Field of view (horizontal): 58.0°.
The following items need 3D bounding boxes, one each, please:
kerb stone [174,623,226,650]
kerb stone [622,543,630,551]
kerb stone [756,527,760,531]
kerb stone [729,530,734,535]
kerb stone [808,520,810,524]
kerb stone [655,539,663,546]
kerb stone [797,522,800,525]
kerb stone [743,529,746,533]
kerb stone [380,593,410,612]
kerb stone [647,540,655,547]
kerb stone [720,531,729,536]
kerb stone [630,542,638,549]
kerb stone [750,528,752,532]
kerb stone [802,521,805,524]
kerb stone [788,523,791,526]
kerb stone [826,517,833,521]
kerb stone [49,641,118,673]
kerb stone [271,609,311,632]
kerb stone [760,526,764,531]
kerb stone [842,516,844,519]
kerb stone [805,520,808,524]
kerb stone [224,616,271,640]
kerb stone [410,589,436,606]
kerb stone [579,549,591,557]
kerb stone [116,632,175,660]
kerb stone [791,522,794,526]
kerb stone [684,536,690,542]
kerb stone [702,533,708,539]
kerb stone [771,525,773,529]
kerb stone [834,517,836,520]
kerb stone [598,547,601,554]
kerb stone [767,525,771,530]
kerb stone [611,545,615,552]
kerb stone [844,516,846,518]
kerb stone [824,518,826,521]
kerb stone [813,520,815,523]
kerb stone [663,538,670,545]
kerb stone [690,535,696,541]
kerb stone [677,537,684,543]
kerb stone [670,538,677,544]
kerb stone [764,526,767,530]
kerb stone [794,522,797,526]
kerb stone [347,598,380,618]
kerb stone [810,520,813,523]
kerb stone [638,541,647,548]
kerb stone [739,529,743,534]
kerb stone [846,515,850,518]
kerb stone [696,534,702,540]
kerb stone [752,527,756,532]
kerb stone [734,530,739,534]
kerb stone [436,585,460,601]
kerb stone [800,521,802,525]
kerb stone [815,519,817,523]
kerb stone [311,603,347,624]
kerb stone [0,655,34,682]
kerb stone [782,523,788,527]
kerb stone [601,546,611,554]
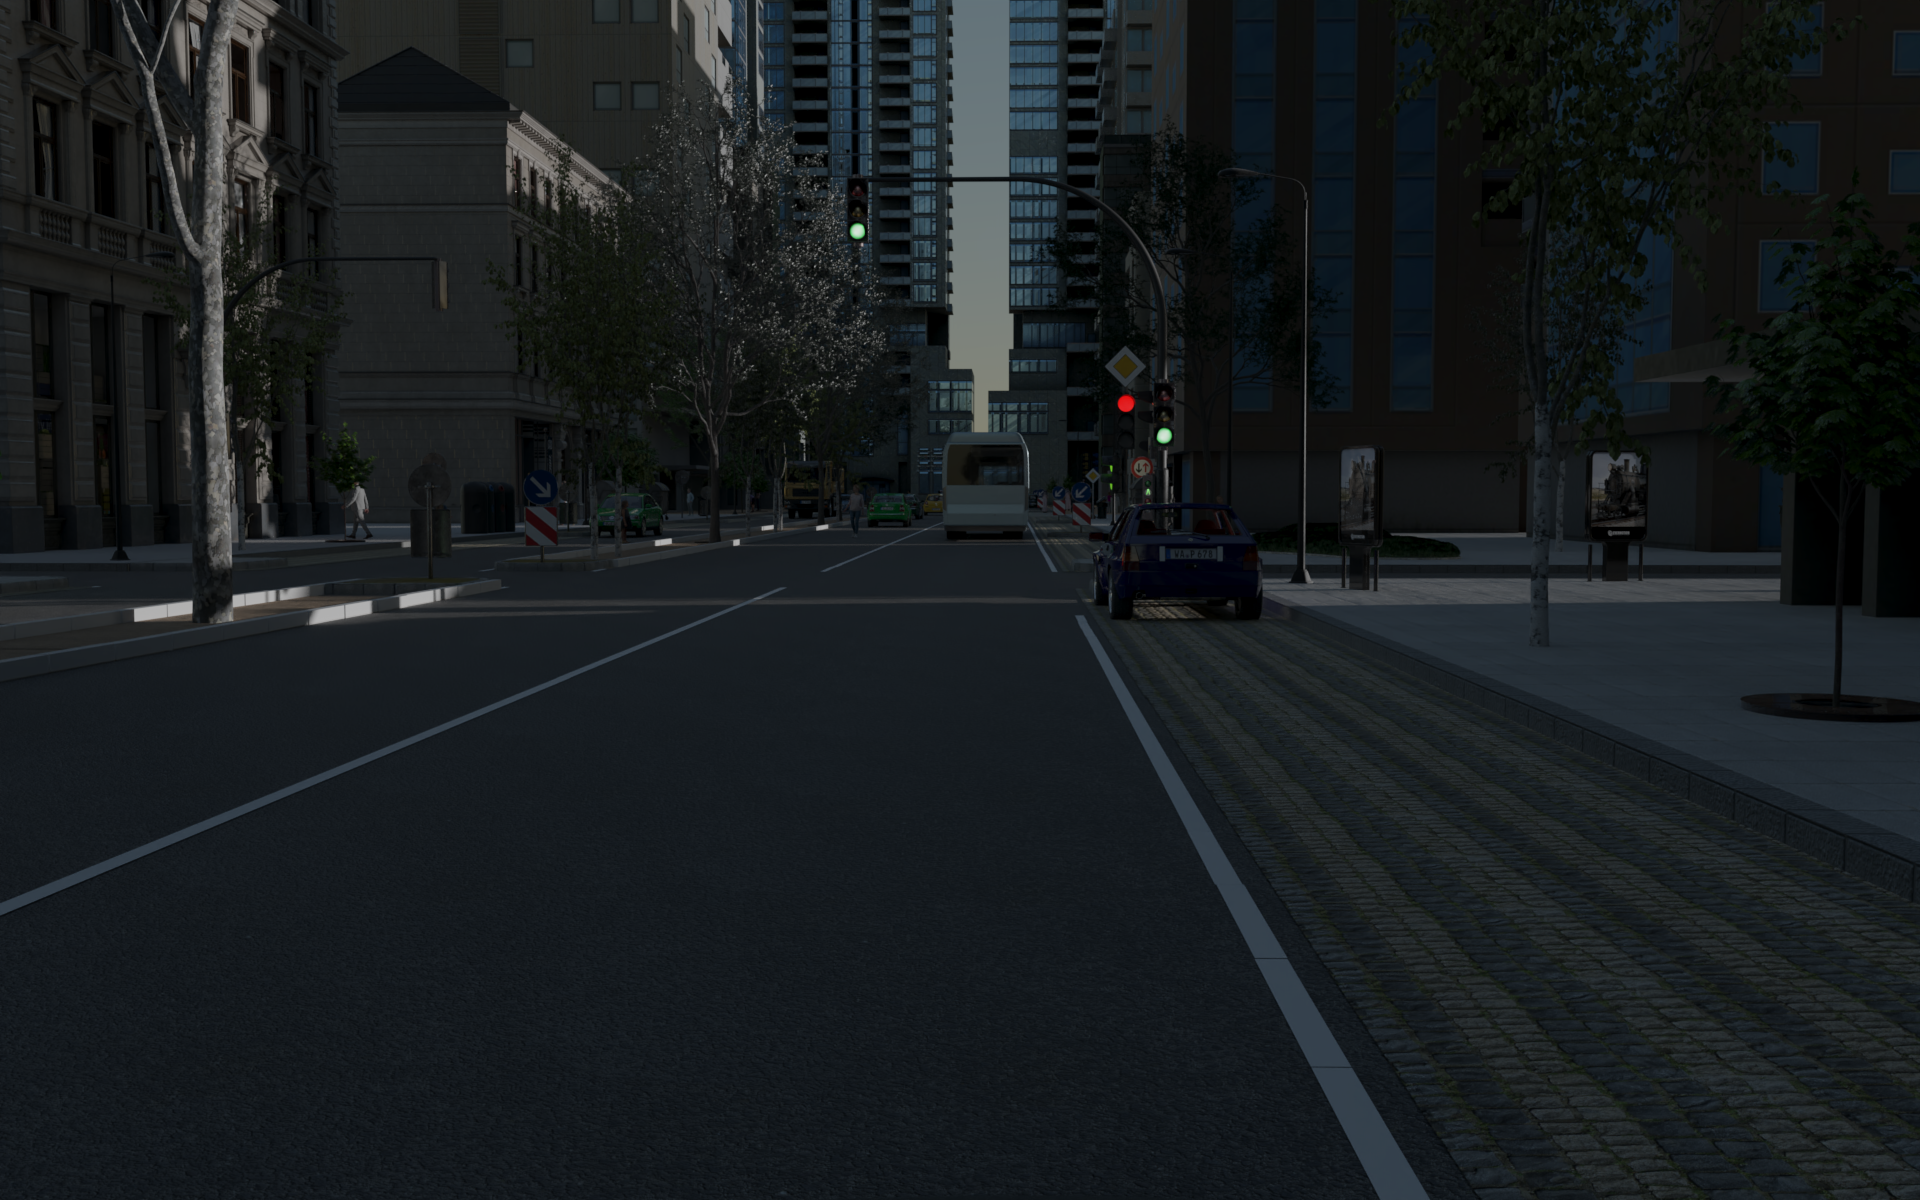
[{"bbox_3d":[-7.266,0.354,16.405,0.120,0.150,1.000,0,4,2],"label":"kerb stone"},{"bbox_3d":[-8.549,-1.311,43.630,0.120,0.150,1.000,0,4,2],"label":"kerb stone"},{"bbox_3d":[-7.876,-2.690,66.185,0.120,0.150,1.000,0,4,2],"label":"kerb stone"},{"bbox_3d":[-8.064,-2.314,60.032,0.120,0.150,1.000,0,4,2],"label":"kerb stone"},{"bbox_3d":[-7.385,-3.688,82.582,0.120,0.150,1.000,0,4,2],"label":"kerb stone"},{"bbox_3d":[-8.424,-1.560,47.723,0.120,0.150,1.000,0,4,2],"label":"kerb stone"},{"bbox_3d":[-7.502,-3.442,78.469,0.120,0.150,1.000,0,4,2],"label":"kerb stone"},{"bbox_3d":[-7.972,-2.496,63.114,0.120,0.150,1.000,0,4,2],"label":"kerb stone"},{"bbox_3d":[-7.101,0.048,21.521,0.120,0.150,1.000,0,4,2],"label":"kerb stone"},{"bbox_3d":[-8.466,-1.497,46.700,0.120,0.150,1.000,0,4,2],"label":"kerb stone"},{"bbox_3d":[-8.099,-2.246,59.011,0.120,0.150,1.000,0,4,2],"label":"kerb stone"},{"bbox_3d":[-8.524,-1.374,44.656,0.120,0.150,1.000,0,4,2],"label":"kerb stone"},{"bbox_3d":[-7.932,-2.565,64.135,0.120,0.150,1.000,0,4,2],"label":"kerb stone"},{"bbox_3d":[-7.452,-3.562,80.520,0.120,0.150,1.000,0,4,2],"label":"kerb stone"},{"bbox_3d":[-7.596,-3.252,75.399,0.120,0.150,1.000,0,4,2],"label":"kerb stone"},{"bbox_3d":[-7.078,-4.321,92.847,0.120,0.150,1.000,0,4,2],"label":"kerb stone"},{"bbox_3d":[-7.325,0.479,14.359,0.120,0.150,1.000,0,4,2],"label":"kerb stone"},{"bbox_3d":[-7.210,0.229,18.452,0.120,0.150,1.000,0,4,2],"label":"kerb stone"},{"bbox_3d":[-7.851,-2.753,67.212,0.120,0.150,1.000,0,4,2],"label":"kerb stone"},{"bbox_3d":[-6.901,-4.698,99.005,0.120,0.150,1.000,0,4,2],"label":"kerb stone"},{"bbox_3d":[-7.417,-3.630,81.556,0.120,0.150,1.000,0,4,2],"label":"kerb stone"},{"bbox_3d":[-7.239,0.292,17.429,0.120,0.150,1.000,0,4,2],"label":"kerb stone"},{"bbox_3d":[-7.083,-0.020,22.542,0.120,0.150,1.000,0,4,2],"label":"kerb stone"},{"bbox_3d":[-8.674,-1.060,39.533,0.120,0.150,1.000,0,4,2],"label":"kerb stone"},{"bbox_3d":[-7.294,0.419,15.384,0.120,0.150,1.000,0,4,2],"label":"kerb stone"},{"bbox_3d":[-7.576,-3.317,76.425,0.120,0.150,1.000,0,4,2],"label":"kerb stone"},{"bbox_3d":[-8.310,-1.809,51.852,0.120,0.150,1.000,0,4,2],"label":"kerb stone"},{"bbox_3d":[-8.212,-2.002,54.923,0.120,0.150,1.000,0,4,2],"label":"kerb stone"},{"bbox_3d":[-7.754,-2.936,70.281,0.120,0.150,1.000,0,4,2],"label":"kerb stone"},{"bbox_3d":[-7.012,-4.447,94.896,0.120,0.150,1.000,0,4,2],"label":"kerb stone"},{"bbox_3d":[-8.641,-1.121,40.555,0.120,0.150,1.000,0,4,2],"label":"kerb stone"},{"bbox_3d":[-7.781,-2.879,69.259,0.120,0.150,1.000,0,4,2],"label":"kerb stone"},{"bbox_3d":[-8.588,-1.247,42.607,0.120,0.150,1.000,0,4,2],"label":"kerb stone"},{"bbox_3d":[-6.864,-4.760,100.027,0.120,0.150,1.000,0,4,2],"label":"kerb stone"},{"bbox_3d":[-7.174,-4.133,89.771,0.120,0.150,1.000,0,4,2],"label":"kerb stone"},{"bbox_3d":[-7.325,-3.816,84.636,0.120,0.150,1.000,0,4,2],"label":"kerb stone"},{"bbox_3d":[-8.390,-1.625,48.757,0.120,0.150,1.000,0,4,2],"label":"kerb stone"},{"bbox_3d":[-8.279,-1.877,52.876,0.120,0.150,1.000,0,4,2],"label":"kerb stone"},{"bbox_3d":[-8.337,-1.746,50.821,0.120,0.150,1.000,0,4,2],"label":"kerb stone"},{"bbox_3d":[-8.366,-1.687,49.785,0.120,0.150,1.000,0,4,2],"label":"kerb stone"},{"bbox_3d":[-7.818,-2.816,68.237,0.120,0.150,1.000,0,4,2],"label":"kerb stone"},{"bbox_3d":[-7.540,-3.379,77.447,0.120,0.150,1.000,0,4,2],"label":"kerb stone"},{"bbox_3d":[-7.140,0.104,20.498,0.120,0.150,1.000,0,4,2],"label":"kerb stone"},{"bbox_3d":[-7.355,-3.756,83.610,0.120,0.150,1.000,0,4,2],"label":"kerb stone"},{"bbox_3d":[-8.488,-1.436,45.678,0.120,0.150,1.000,0,4,2],"label":"kerb stone"},{"bbox_3d":[-8.002,-2.440,62.092,0.120,0.150,1.000,0,4,2],"label":"kerb stone"},{"bbox_3d":[-6.774,-4.945,103.106,0.120,0.150,1.000,0,4,2],"label":"kerb stone"},{"bbox_3d":[-8.247,-1.937,53.898,0.120,0.150,1.000,0,4,2],"label":"kerb stone"},{"bbox_3d":[-7.912,-2.628,65.163,0.120,0.150,1.000,0,4,2],"label":"kerb stone"},{"bbox_3d":[-8.030,-2.377,61.056,0.120,0.150,1.000,0,4,2],"label":"kerb stone"},{"bbox_3d":[-7.057,-0.084,23.570,0.120,0.150,1.000,0,4,2],"label":"kerb stone"},{"bbox_3d":[-7.478,-3.504,79.491,0.120,0.150,1.000,0,4,2],"label":"kerb stone"},{"bbox_3d":[-7.294,-3.882,85.660,0.120,0.150,1.000,0,4,2],"label":"kerb stone"},{"bbox_3d":[-7.176,0.168,19.477,0.120,0.150,1.000,0,4,2],"label":"kerb stone"},{"bbox_3d":[-7.353,0.542,13.330,0.120,0.150,1.000,0,4,2],"label":"kerb stone"},{"bbox_3d":[-7.629,-3.192,74.377,0.120,0.150,1.000,0,4,2],"label":"kerb stone"},{"bbox_3d":[-8.613,-1.186,41.581,0.120,0.150,1.000,0,4,2],"label":"kerb stone"}]
